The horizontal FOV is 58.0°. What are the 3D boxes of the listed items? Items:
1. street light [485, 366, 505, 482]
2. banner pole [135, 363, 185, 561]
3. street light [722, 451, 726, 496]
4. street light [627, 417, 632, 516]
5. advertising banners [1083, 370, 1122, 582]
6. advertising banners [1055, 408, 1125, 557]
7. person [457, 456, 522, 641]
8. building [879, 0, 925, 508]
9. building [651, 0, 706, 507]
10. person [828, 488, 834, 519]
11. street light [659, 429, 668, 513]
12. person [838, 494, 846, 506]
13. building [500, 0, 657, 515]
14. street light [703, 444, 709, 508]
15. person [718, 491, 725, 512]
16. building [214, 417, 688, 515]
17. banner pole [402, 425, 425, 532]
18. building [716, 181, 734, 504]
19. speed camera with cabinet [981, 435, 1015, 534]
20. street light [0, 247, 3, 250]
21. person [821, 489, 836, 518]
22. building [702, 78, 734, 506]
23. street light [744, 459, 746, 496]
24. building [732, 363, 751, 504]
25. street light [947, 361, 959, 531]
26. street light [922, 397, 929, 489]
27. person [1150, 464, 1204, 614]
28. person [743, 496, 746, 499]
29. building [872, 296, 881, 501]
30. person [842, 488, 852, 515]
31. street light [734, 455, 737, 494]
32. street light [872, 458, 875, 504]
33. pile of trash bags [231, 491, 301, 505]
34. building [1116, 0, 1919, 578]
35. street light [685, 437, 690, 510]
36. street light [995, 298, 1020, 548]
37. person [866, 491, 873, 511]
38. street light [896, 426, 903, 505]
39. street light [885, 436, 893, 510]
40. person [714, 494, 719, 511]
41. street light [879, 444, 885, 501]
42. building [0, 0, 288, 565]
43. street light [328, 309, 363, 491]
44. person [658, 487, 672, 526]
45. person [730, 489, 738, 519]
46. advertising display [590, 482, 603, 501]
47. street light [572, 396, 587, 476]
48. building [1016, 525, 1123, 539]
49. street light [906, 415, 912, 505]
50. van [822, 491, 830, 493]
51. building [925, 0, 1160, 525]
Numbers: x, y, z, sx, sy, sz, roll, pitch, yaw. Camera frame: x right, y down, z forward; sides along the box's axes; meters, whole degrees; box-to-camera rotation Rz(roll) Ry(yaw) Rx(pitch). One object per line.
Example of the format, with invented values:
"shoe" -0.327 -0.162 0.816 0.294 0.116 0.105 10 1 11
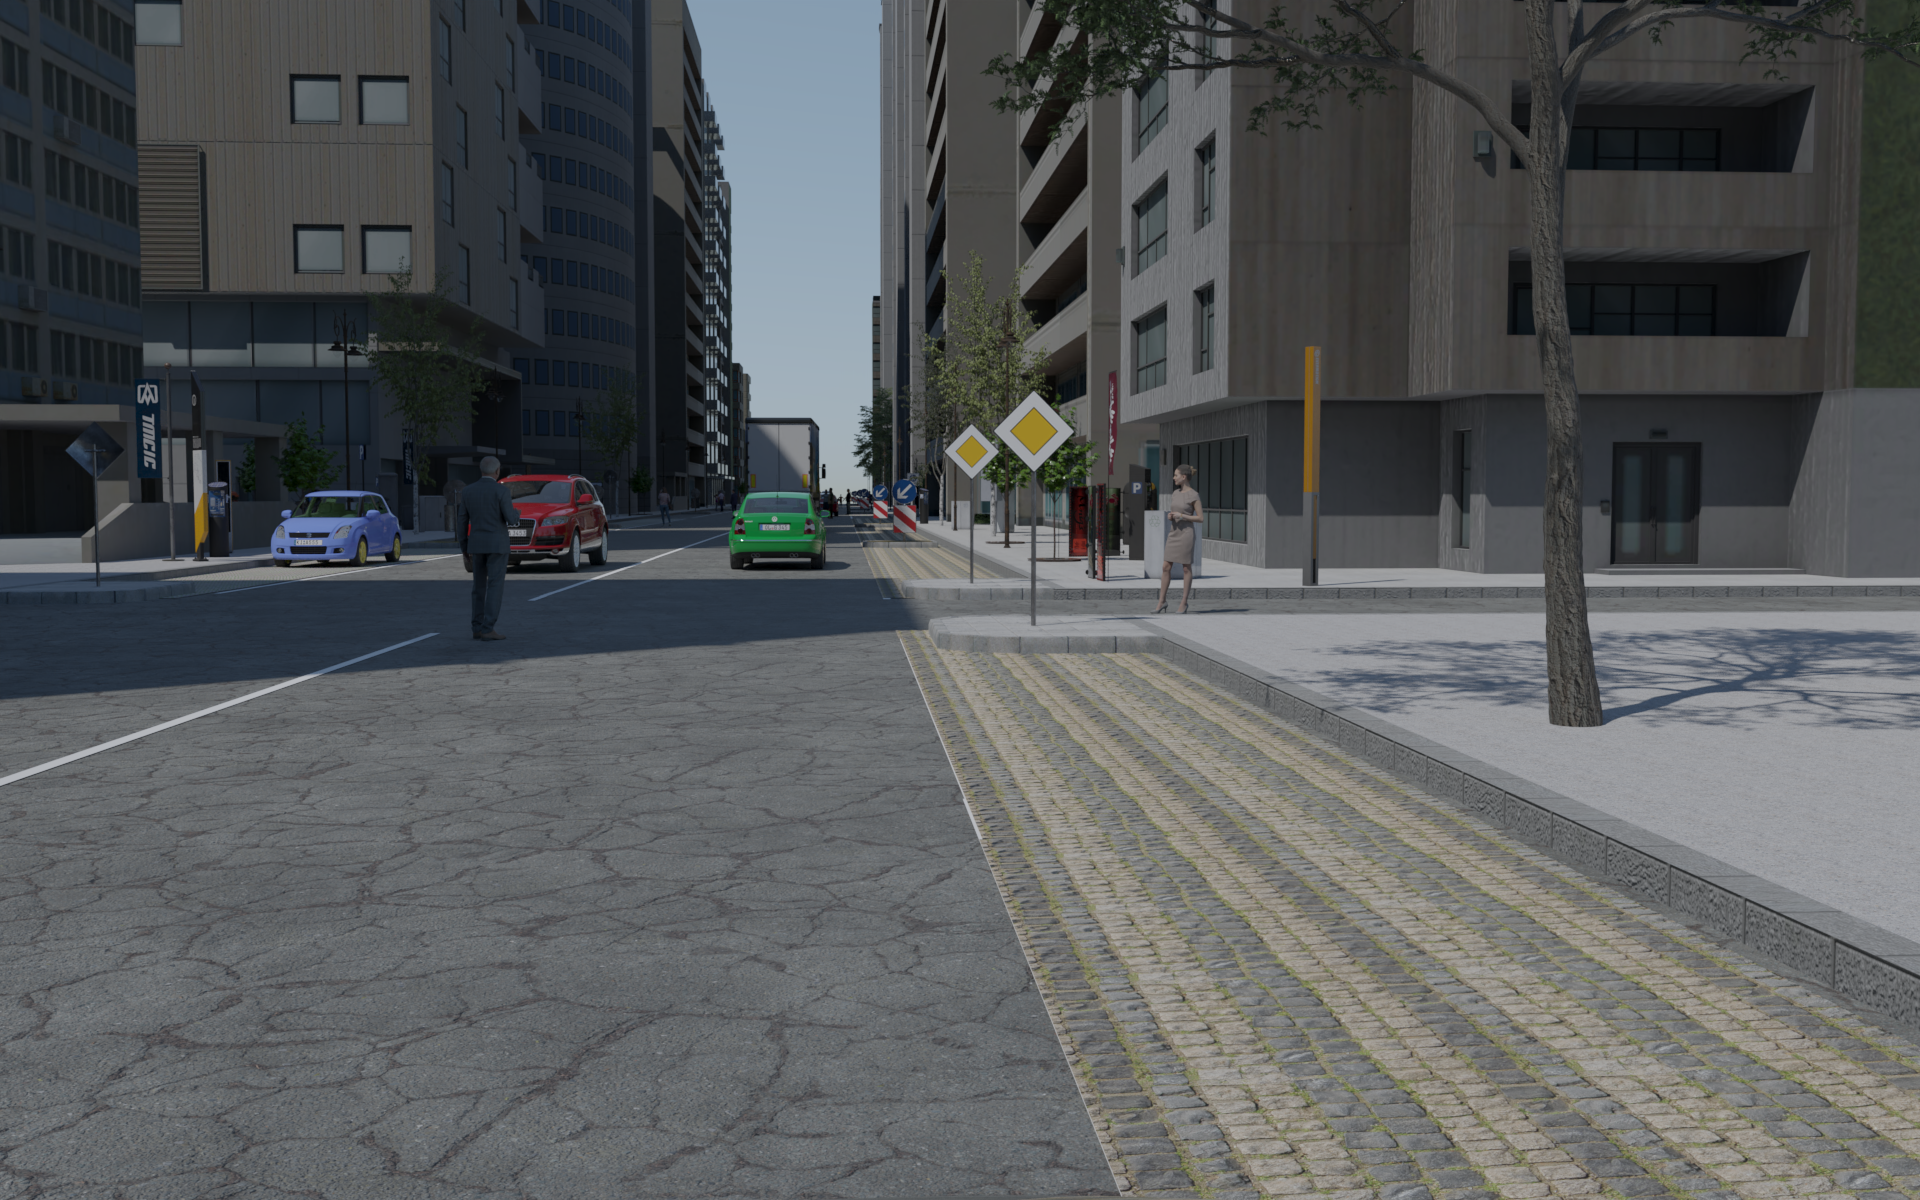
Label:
"street light" -16.719 -5.487 62.505 0.468 5.910 1.993 0 4 -4
"banner pole" -15.301 -2.632 33.053 0.863 3.779 0.401 0 4 -3
"street light" -24.934 -12.877 183.325 0.468 5.910 1.993 0 4 -4
"street light" -19.240 -7.822 100.679 0.468 5.910 1.993 0 4 -4
"advertising banners" 2.086 -1.796 25.551 0.090 3.025 2.074 0 4 -6
"advertising banners" 2.466 -2.396 35.358 2.074 3.025 0.090 -2 4 -27
"person" -4.618 -0.517 17.127 0.661 1.801 0.590 1 4 15
"building" 1.014 -40.642 206.487 21.231 58.520 28.212 0 4 -4
"building" -35.387 -32.851 160.820 21.300 48.544 21.600 0 4 -4
"person" -7.556 -5.655 101.055 0.705 1.812 1.348 0 4 -7
"street light" -20.579 -9.016 120.206 0.468 5.910 1.993 0 4 -4
"person" -11.918 -9.871 173.155 1.065 1.426 0.557 -1 4 -19
"building" -31.887 -34.821 111.315 21.231 58.520 28.212 0 4 -4
"street light" -23.304 -11.411 159.365 0.468 5.910 1.993 0 4 -4
"person" -19.437 -8.026 140.655 0.436 1.711 0.756 3 5 45
"building" -38.534 -27.257 137.534 32.217 40.220 23.993 0 4 -4
"banner pole" -18.373 -4.164 58.096 0.863 3.779 0.401 2 4 24
"building" -36.361 -32.797 219.821 14.154 41.232 14.086 0 4 -4
"speed camera with cabinet" 1.244 -3.832 56.983 0.660 3.252 2.038 1 4 18
"street light" -13.957 -3.149 24.279 0.468 5.910 1.993 0 4 -4
"person" -8.182 -5.893 105.644 1.217 1.735 0.721 0 4 7
"building" -38.307 -35.311 196.940 23.786 49.044 30.456 0 4 -4
"street light" -27.572 -15.261 222.296 0.468 5.910 1.993 0 4 -4
"building" -43.739 -24.244 241.421 27.650 21.520 28.899 0 4 -4
"street light" -0.162 -5.349 60.252 0.468 5.910 1.993 0 4 -4
"street light" -1.575 -6.567 80.164 0.468 5.910 1.993 0 4 -4
"person" 2.586 -0.719 20.594 0.374 1.781 0.599 -3 5 -40
"person" -20.123 -9.491 164.391 1.217 1.735 0.721 3 4 38
"building" -5.778 -29.370 251.894 14.160 30.474 14.107 0 4 -4
"person" -7.723 -6.781 119.380 0.705 1.822 1.348 -2 4 -28
"street light" -26.273 -14.072 202.859 0.468 5.910 1.993 0 4 -4
"street light" -9.840 -13.909 200.204 0.468 5.910 1.993 0 4 -4
"pile of trash bags" -23.604 -3.041 59.473 3.447 1.369 1.912 -3 5 -42
"building" 10.968 -15.941 32.340 14.107 30.474 14.160 0 4 -4
"street light" -21.886 -10.186 139.324 0.468 5.910 1.993 0 4 -4
"street light" 1.120 -4.172 41.007 0.468 5.910 1.993 0 4 -4
"person" -7.655 -8.399 146.746 0.541 1.710 0.530 1 4 15
"street light" -4.111 -8.892 118.165 0.468 5.910 1.993 0 4 -4
"street light" -5.511 -10.060 137.276 0.468 5.910 1.993 0 4 -4
"person" -20.172 -8.085 143.915 0.599 1.433 0.991 -1 4 -17
"street light" -6.793 -11.240 156.565 0.468 5.910 1.993 0 4 -4
"building" -32.665 -21.092 36.741 32.217 40.220 23.993 0 4 -4
"street light" -15.351 -4.318 43.391 0.468 5.910 1.993 0 4 -4
"person" -13.112 -4.163 77.161 0.593 1.750 0.643 -1 4 -21
"person" -13.171 -5.601 100.993 0.541 1.710 0.530 -3 5 -39
"advertising display" -19.438 -5.313 92.073 0.974 1.923 0.123 -3 5 -42
"street light" -17.932 -6.665 81.763 0.468 5.910 1.993 0 4 -4
"building" 13.610 -26.617 58.883 21.300 48.544 21.600 0 4 -4
"street light" -2.877 -7.749 99.483 0.468 5.910 1.993 0 4 -4
"van" -17.714 -13.632 229.894 2.013 2.044 4.112 0 4 -4
"building" 9.328 -28.472 89.224 21.300 48.544 21.600 0 4 -4
